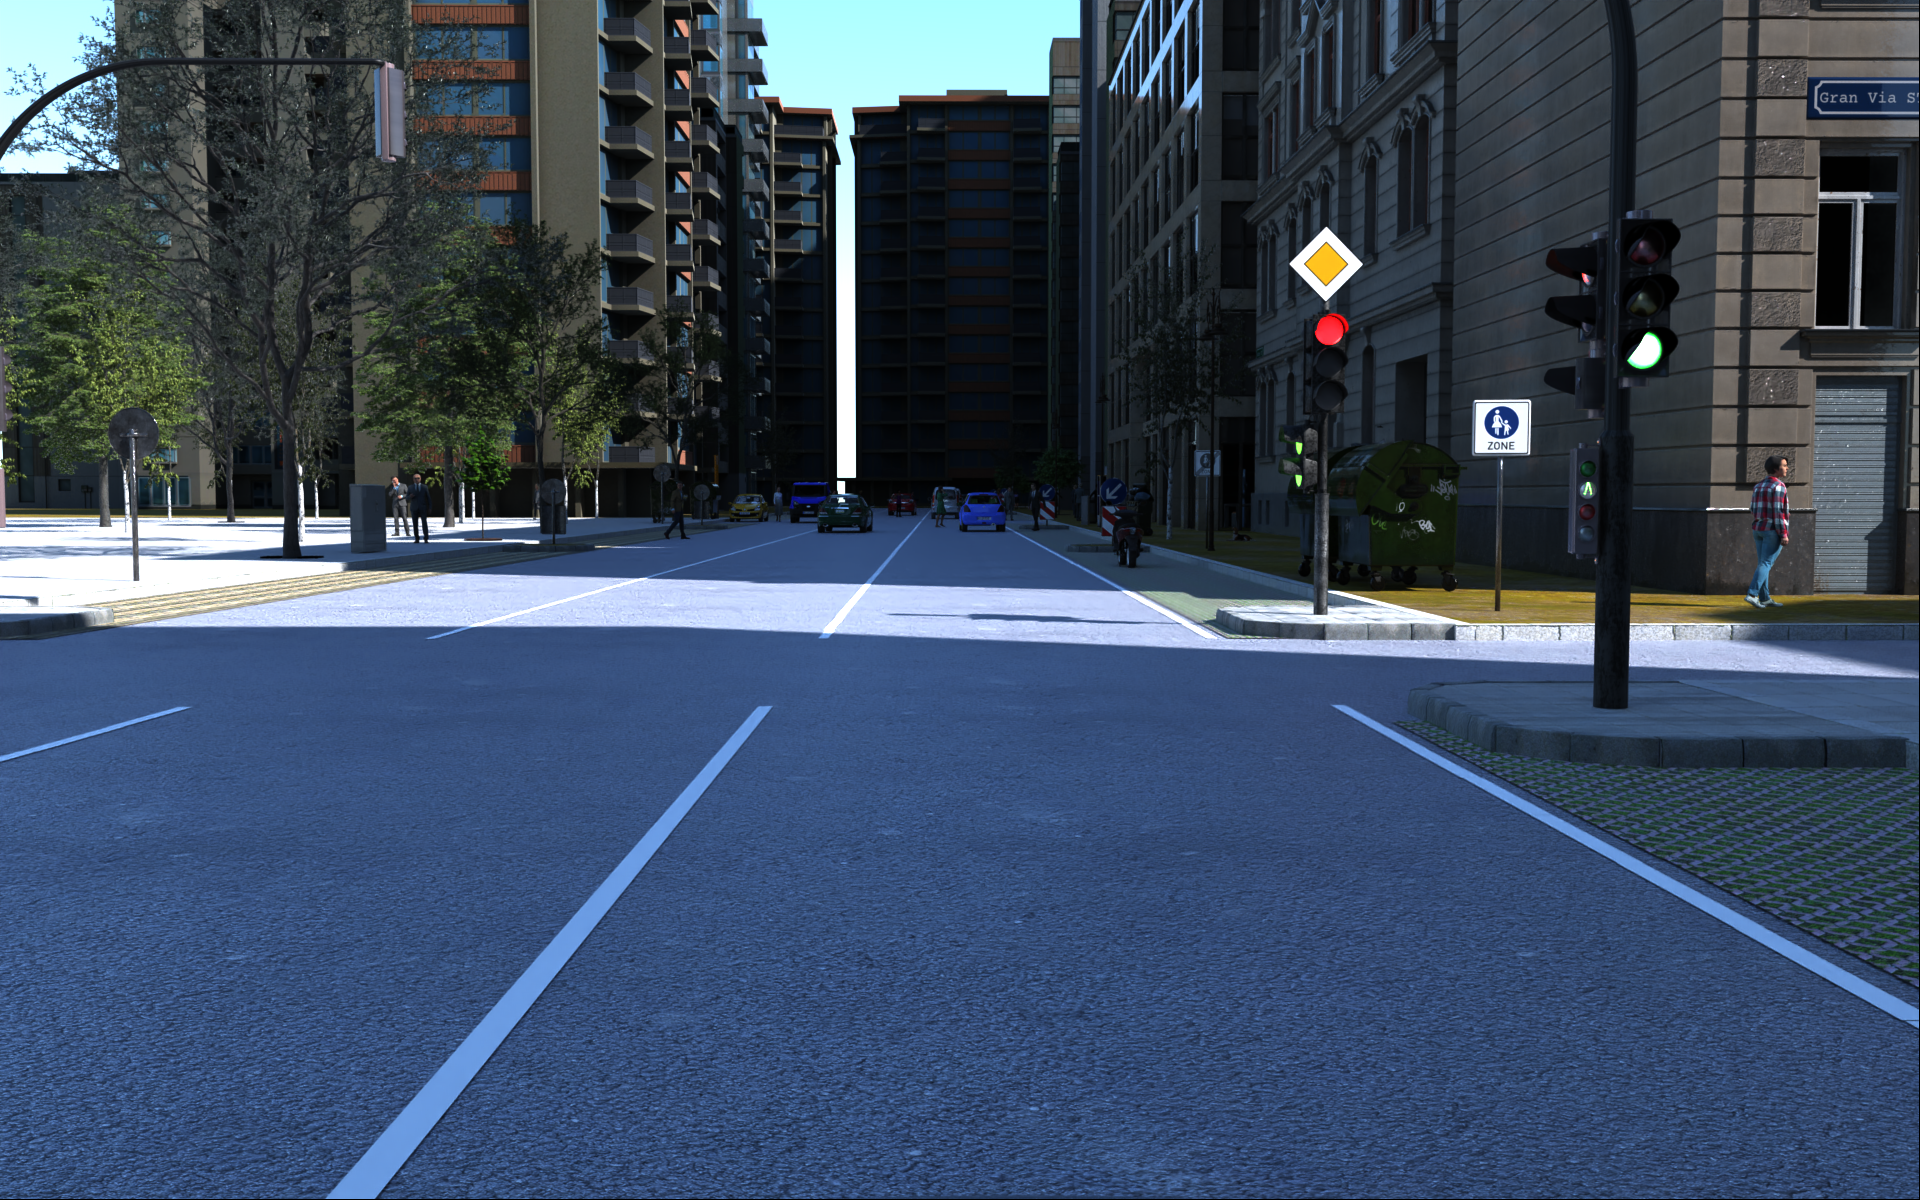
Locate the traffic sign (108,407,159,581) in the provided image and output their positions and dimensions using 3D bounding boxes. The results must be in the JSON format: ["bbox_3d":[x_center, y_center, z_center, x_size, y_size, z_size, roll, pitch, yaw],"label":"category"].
[{"bbox_3d":[-12.141,-1.550,25.455,0.768,2.556,0.104,0,4,3],"label":"traffic sign"}]

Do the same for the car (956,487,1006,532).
[{"bbox_3d":[0.845,-3.515,67.061,1.945,1.707,3.694,0,4,-2],"label":"car"}]

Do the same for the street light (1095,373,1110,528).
[{"bbox_3d":[5.440,-5.713,66.202,0.468,5.910,1.993,0,4,-1],"label":"street light"}]

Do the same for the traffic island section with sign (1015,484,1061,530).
[{"bbox_3d":[3.394,-3.782,70.455,1.989,1.847,2.006,0,4,-1],"label":"traffic island section with sign"}]

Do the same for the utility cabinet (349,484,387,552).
[{"bbox_3d":[-12.981,-1.795,38.029,0.318,1.500,1.173,0,4,5],"label":"utility cabinet"}]

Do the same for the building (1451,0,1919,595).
[{"bbox_3d":[21.509,-14.042,26.847,25.104,27.353,12.463,0,4,-1],"label":"building"}]

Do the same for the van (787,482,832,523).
[{"bbox_3d":[-7.518,-5.076,87.379,2.240,2.365,5.245,0,4,-2],"label":"van"}]

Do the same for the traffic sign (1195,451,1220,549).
[{"bbox_3d":[5.797,-2.353,40.606,0.606,2.300,0.079,0,4,6],"label":"traffic sign"}]

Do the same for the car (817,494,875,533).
[{"bbox_3d":[-4.329,-3.289,65.575,2.131,1.459,4.920,0,4,1],"label":"car"}]

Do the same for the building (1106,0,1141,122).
[{"bbox_3d":[15.423,-20.229,102.448,14.160,30.474,14.107,0,4,-1],"label":"building"}]

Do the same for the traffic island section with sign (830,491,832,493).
[{"bbox_3d":[-11.207,-8.495,147.518,1.989,1.847,2.006,0,4,-1],"label":"traffic island section with sign"}]

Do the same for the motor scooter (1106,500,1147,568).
[{"bbox_3d":[3.294,-1.305,34.108,0.815,1.314,1.986,0,4,-2],"label":"motor scooter"}]

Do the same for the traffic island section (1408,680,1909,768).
[{"bbox_3d":[3.931,0.724,10.451,2.009,0.180,2.903,0,4,-1],"label":"traffic island section"}]

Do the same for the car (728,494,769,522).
[{"bbox_3d":[-10.926,-4.861,89.709,2.015,1.641,3.980,0,4,0],"label":"car"}]

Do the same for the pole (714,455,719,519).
[{"bbox_3d":[-12.696,-5.902,90.346,0.158,3.312,0.155,0,3,0],"label":"pole"}]

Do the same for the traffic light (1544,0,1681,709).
[{"bbox_3d":[1.800,-2.172,10.177,4.771,5.953,1.251,0,4,-1],"label":"traffic light"}]

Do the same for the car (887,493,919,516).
[{"bbox_3d":[-3.878,-6.608,117.080,2.155,1.783,4.494,0,4,1],"label":"car"}]

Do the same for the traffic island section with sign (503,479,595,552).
[{"bbox_3d":[-10.282,-2.136,43.556,1.989,1.847,2.006,0,4,-1],"label":"traffic island section with sign"}]

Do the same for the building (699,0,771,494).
[{"bbox_3d":[-32.591,-32.637,153.224,30.456,49.044,23.786,0,4,-1],"label":"building"}]

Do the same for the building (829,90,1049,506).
[{"bbox_3d":[1.090,-32.781,190.592,28.867,44.769,22.147,0,4,-1],"label":"building"}]

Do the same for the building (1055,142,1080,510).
[{"bbox_3d":[14.911,-22.841,145.148,14.160,30.474,14.107,0,4,-1],"label":"building"}]

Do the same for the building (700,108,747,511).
[{"bbox_3d":[-23.909,-21.891,129.627,14.160,30.474,14.107,0,4,-1],"label":"building"}]

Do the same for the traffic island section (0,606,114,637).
[{"bbox_3d":[-10.381,0.243,18.314,2.009,0.180,2.903,0,4,-1],"label":"traffic island section"}]

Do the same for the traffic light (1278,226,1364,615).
[{"bbox_3d":[3.819,-1.798,18.321,0.839,4.253,0.868,0,4,-1],"label":"traffic light"}]

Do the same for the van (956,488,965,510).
[{"bbox_3d":[-0.619,-7.381,127.688,2.013,2.044,4.112,0,4,0],"label":"van"}]

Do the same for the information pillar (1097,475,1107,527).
[{"bbox_3d":[5.545,-3.856,67.530,0.304,2.012,0.304,-1,4,-13],"label":"information pillar"}]

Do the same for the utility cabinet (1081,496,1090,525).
[{"bbox_3d":[5.212,-3.726,72.085,0.306,1.237,1.020,0,4,8],"label":"utility cabinet"}]

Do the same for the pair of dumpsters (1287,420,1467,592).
[{"bbox_3d":[5.893,-1.362,24.757,1.574,2.255,4.437,0,4,-1],"label":"pair of dumpsters"}]

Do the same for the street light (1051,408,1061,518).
[{"bbox_3d":[5.163,-7.352,92.985,0.468,5.910,1.993,0,4,-1],"label":"street light"}]

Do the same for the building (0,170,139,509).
[{"bbox_3d":[-77.371,-23.655,158.459,14.107,30.474,14.160,0,4,-1],"label":"building"}]

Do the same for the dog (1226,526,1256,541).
[{"bbox_3d":[7.681,-1.807,47.276,0.550,0.427,0.748,-3,5,-43],"label":"dog"}]

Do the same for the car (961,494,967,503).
[{"bbox_3d":[0.148,-8.425,149.748,2.014,1.417,4.499,0,3,0],"label":"car"}]

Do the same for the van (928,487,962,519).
[{"bbox_3d":[-0.857,-5.728,100.661,2.013,2.044,4.112,0,4,-1],"label":"van"}]

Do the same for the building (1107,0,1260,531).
[{"bbox_3d":[17.742,-16.639,76.567,19.350,26.468,34.151,0,4,-1],"label":"building"}]

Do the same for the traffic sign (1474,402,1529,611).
[{"bbox_3d":[5.889,-1.026,18.908,0.606,2.300,0.079,1,4,9],"label":"traffic sign"}]

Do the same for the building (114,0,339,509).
[{"bbox_3d":[-59.326,-32.451,154.269,21.600,48.544,21.300,0,4,-1],"label":"building"}]

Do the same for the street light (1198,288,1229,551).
[{"bbox_3d":[5.686,-4.050,39.007,0.468,5.910,1.993,0,4,-1],"label":"street light"}]

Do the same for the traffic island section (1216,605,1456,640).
[{"bbox_3d":[3.859,0.235,18.436,2.009,0.180,2.903,0,4,-1],"label":"traffic island section"}]

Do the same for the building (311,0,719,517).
[{"bbox_3d":[-26.858,-27.672,107.063,22.147,44.769,28.867,0,4,-1],"label":"building"}]

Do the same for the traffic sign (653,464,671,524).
[{"bbox_3d":[-12.771,-4.536,74.267,0.768,2.556,0.104,0,4,3],"label":"traffic sign"}]

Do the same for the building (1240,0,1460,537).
[{"bbox_3d":[16.306,-15.917,47.631,14.401,28.519,23.554,0,4,-1],"label":"building"}]

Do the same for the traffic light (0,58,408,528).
[{"bbox_3d":[-8.250,-2.665,18.233,4.771,5.953,1.251,0,4,-1],"label":"traffic light"}]

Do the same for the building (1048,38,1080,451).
[{"bbox_3d":[15.057,-29.094,159.273,14.154,41.232,14.086,0,4,-1],"label":"building"}]

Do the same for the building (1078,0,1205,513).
[{"bbox_3d":[19.029,-35.548,123.207,21.231,58.520,28.212,0,4,-1],"label":"building"}]

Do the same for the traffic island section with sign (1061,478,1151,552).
[{"bbox_3d":[3.648,-2.110,43.131,1.989,1.847,2.006,0,4,-1],"label":"traffic island section with sign"}]

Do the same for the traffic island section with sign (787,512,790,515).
[{"bbox_3d":[-10.976,-6.846,120.563,1.989,1.847,2.006,0,4,-1],"label":"traffic island section with sign"}]

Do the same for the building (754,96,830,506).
[{"bbox_3d":[-27.916,-32.805,190.983,28.867,44.769,22.147,0,4,-1],"label":"building"}]

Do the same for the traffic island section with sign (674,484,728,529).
[{"bbox_3d":[-10.523,-3.791,70.603,1.989,1.847,2.006,0,4,-1],"label":"traffic island section with sign"}]

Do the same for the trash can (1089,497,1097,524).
[{"bbox_3d":[5.695,-3.874,74.990,0.748,1.137,0.748,0,3,0],"label":"trash can"}]
